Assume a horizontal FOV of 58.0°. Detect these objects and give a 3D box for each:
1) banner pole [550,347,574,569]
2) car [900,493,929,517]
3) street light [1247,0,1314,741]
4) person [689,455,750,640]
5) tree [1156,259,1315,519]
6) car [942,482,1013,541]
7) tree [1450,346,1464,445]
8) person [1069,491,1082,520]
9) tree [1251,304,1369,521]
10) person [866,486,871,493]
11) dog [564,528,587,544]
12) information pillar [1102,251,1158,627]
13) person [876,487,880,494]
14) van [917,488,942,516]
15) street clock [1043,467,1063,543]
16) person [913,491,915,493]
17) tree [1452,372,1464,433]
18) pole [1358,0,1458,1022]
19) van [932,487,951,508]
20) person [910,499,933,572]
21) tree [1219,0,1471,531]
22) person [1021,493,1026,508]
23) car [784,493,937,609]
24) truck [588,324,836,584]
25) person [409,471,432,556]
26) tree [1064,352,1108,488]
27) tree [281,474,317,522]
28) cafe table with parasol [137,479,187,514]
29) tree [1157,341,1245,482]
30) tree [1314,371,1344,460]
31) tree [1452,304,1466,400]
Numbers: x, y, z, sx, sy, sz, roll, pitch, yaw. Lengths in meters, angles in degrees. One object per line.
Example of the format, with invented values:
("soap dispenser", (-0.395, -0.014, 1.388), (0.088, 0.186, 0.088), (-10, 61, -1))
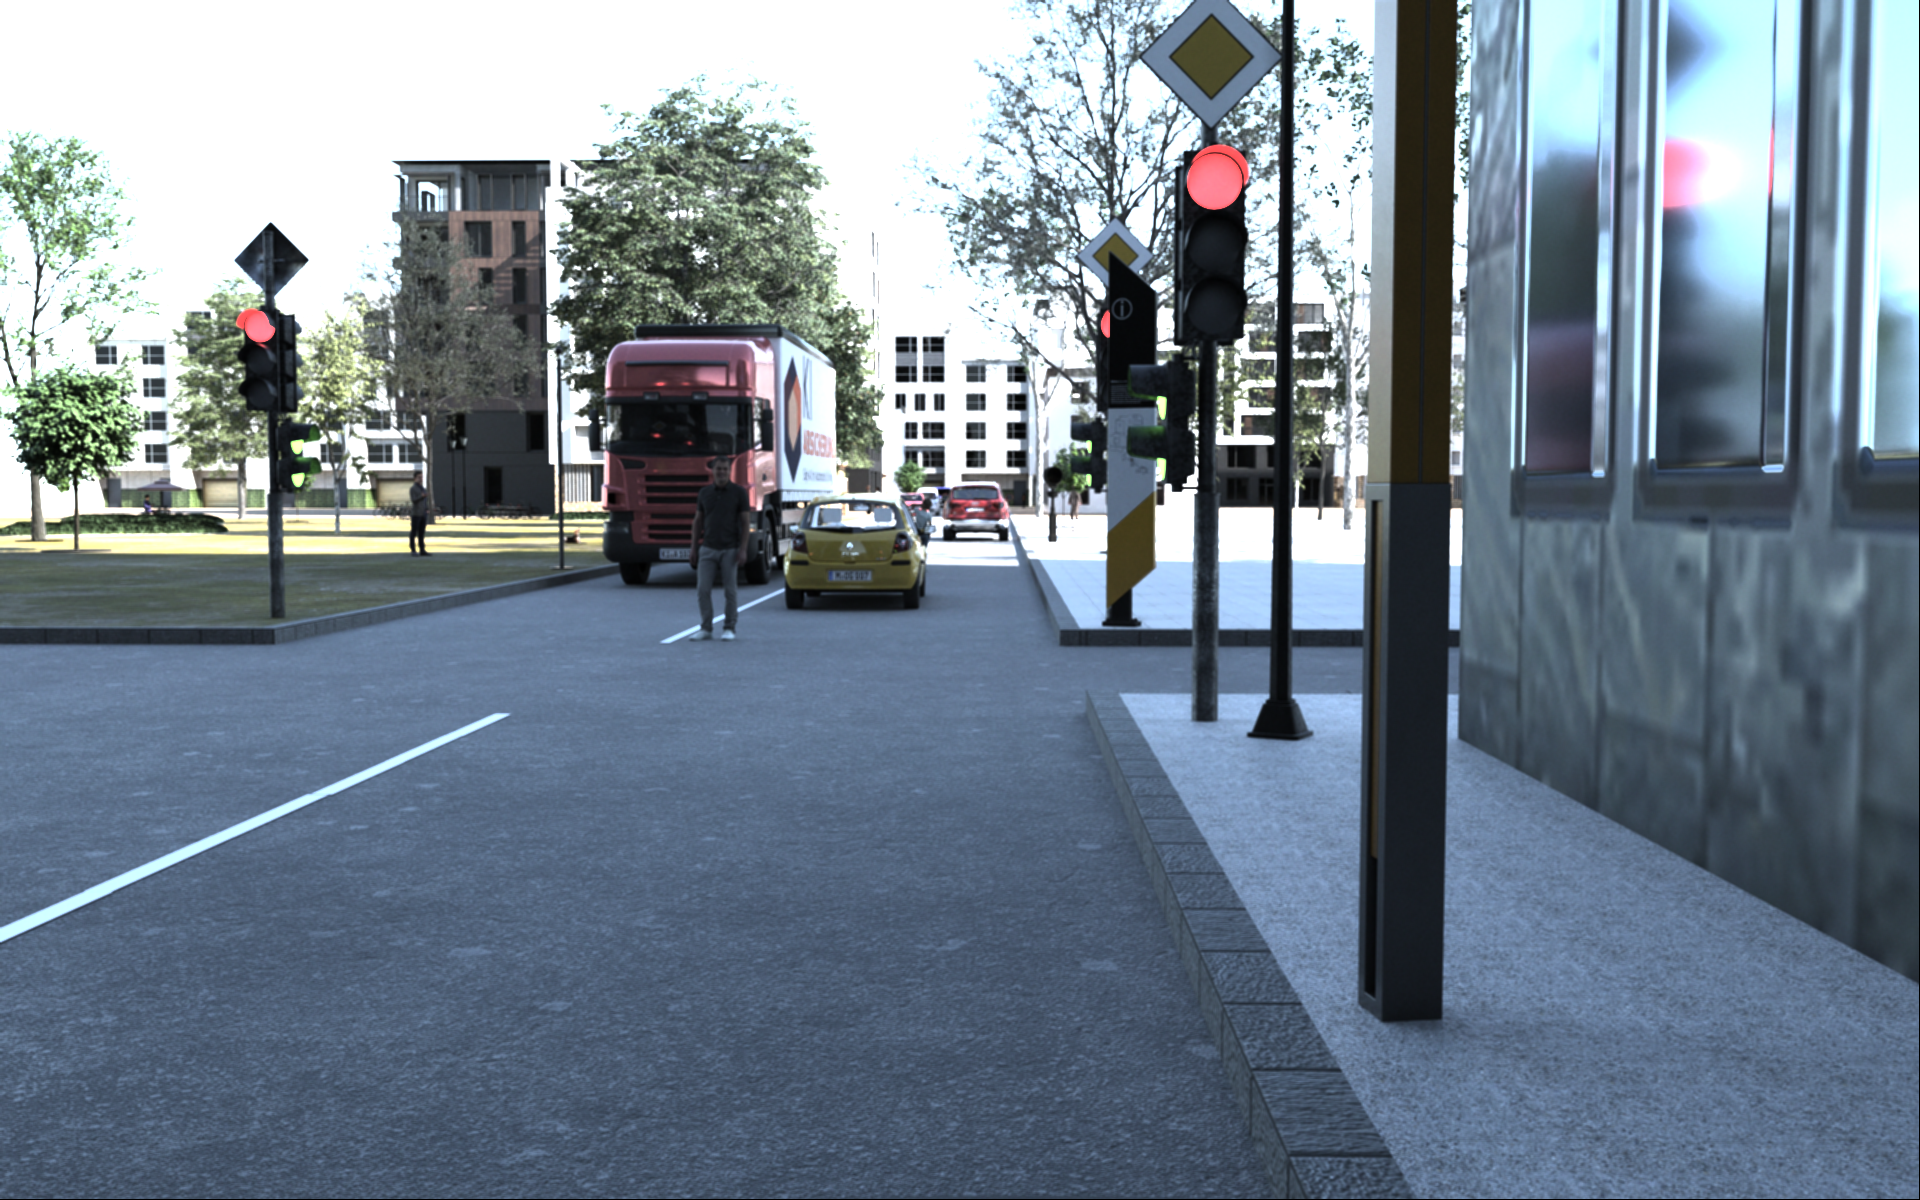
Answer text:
("banner pole", (-6.892, -2.431, 29.763), (0.401, 3.779, 0.863), (-1, 4, -18))
("car", (-2.752, -5.444, 98.042), (2.155, 1.783, 4.494), (0, 4, 2))
("street light", (1.159, -2.232, 9.033), (1.470, 5.913, 1.316), (0, 4, 1))
("person", (-2.377, -0.512, 17.007), (0.598, 1.807, 0.434), (1, 4, 22))
("tree", (7.074, -6.121, 50.444), (4.737, 8.622, 4.395), (0, 3, 0))
("car", (0.531, -2.806, 54.558), (2.281, 1.827, 5.304), (0, 4, 2))
("tree", (18.933, -7.371, 70.884), (4.360, 8.622, 3.978), (0, 3, 0))
("person", (5.645, -4.782, 84.787), (0.434, 1.755, 0.990), (-2, 4, -32))
("tree", (17.612, -9.077, 82.818), (7.601, 10.594, 8.767), (0, 4, -4))
("person", (-5.758, -6.247, 108.317), (0.705, 1.807, 1.348), (1, 4, 20))
("dog", (-10.047, -1.663, 44.933), (0.550, 0.427, 0.748), (-2, 4, -35))
("information pillar", (1.649, -1.551, 16.711), (0.504, 3.616, 0.183), (1, 4, 23))
("person", (-5.550, -6.612, 114.942), (0.721, 1.735, 1.217), (2, 4, 28))
("van", (-2.192, -6.659, 115.882), (2.013, 2.044, 4.112), (0, 4, 1))
("street clock", (2.454, -2.523, 45.821), (0.471, 2.002, 0.358), (-1, 4, -19))
("person", (-4.499, -9.788, 166.800), (1.217, 1.735, 0.721), (-3, 4, -36))
("tree", (27.243, -8.525, 89.739), (4.737, 8.622, 4.395), (0, 3, 0))
("pole", (1.089, -0.633, 4.193), (0.158, 3.312, 0.155), (0, 3, 0))
("van", (-1.617, -8.950, 150.712), (2.240, 2.365, 5.245), (0, 4, 1))
("person", (-0.732, -1.198, 32.000), (0.435, 1.345, 0.340), (0, 4, -6))
("tree", (14.892, -12.448, 59.407), (12.611, 20.169, 13.585), (0, 3, 0))
("person", (5.919, -9.303, 161.413), (0.557, 1.426, 1.065), (3, 4, 37))
("car", (-1.331, -0.786, 23.076), (2.015, 1.641, 3.980), (0, 4, 0))
("truck", (-4.060, -2.569, 30.916), (2.839, 4.237, 11.283), (0, 4, 2))
("person", (-11.076, -1.790, 35.836), (0.750, 1.759, 0.617), (2, 4, 30))
("tree", (7.133, -7.901, 79.542), (4.360, 8.622, 3.978), (0, 3, 0))
("tree", (-30.617, -5.242, 80.302), (1.663, 3.219, 1.824), (0, 3, 0))
("cafe table with parasol", (-37.029, -4.622, 80.438), (2.610, 1.966, 2.610), (3, 4, 38))
("tree", (10.019, -7.443, 72.063), (4.360, 8.622, 3.978), (0, 3, 0))
("tree", (17.847, -8.569, 90.468), (4.737, 8.622, 4.395), (0, 3, 0))
("tree", (27.437, -8.960, 80.913), (8.767, 10.594, 7.601), (-3, 5, -41))
